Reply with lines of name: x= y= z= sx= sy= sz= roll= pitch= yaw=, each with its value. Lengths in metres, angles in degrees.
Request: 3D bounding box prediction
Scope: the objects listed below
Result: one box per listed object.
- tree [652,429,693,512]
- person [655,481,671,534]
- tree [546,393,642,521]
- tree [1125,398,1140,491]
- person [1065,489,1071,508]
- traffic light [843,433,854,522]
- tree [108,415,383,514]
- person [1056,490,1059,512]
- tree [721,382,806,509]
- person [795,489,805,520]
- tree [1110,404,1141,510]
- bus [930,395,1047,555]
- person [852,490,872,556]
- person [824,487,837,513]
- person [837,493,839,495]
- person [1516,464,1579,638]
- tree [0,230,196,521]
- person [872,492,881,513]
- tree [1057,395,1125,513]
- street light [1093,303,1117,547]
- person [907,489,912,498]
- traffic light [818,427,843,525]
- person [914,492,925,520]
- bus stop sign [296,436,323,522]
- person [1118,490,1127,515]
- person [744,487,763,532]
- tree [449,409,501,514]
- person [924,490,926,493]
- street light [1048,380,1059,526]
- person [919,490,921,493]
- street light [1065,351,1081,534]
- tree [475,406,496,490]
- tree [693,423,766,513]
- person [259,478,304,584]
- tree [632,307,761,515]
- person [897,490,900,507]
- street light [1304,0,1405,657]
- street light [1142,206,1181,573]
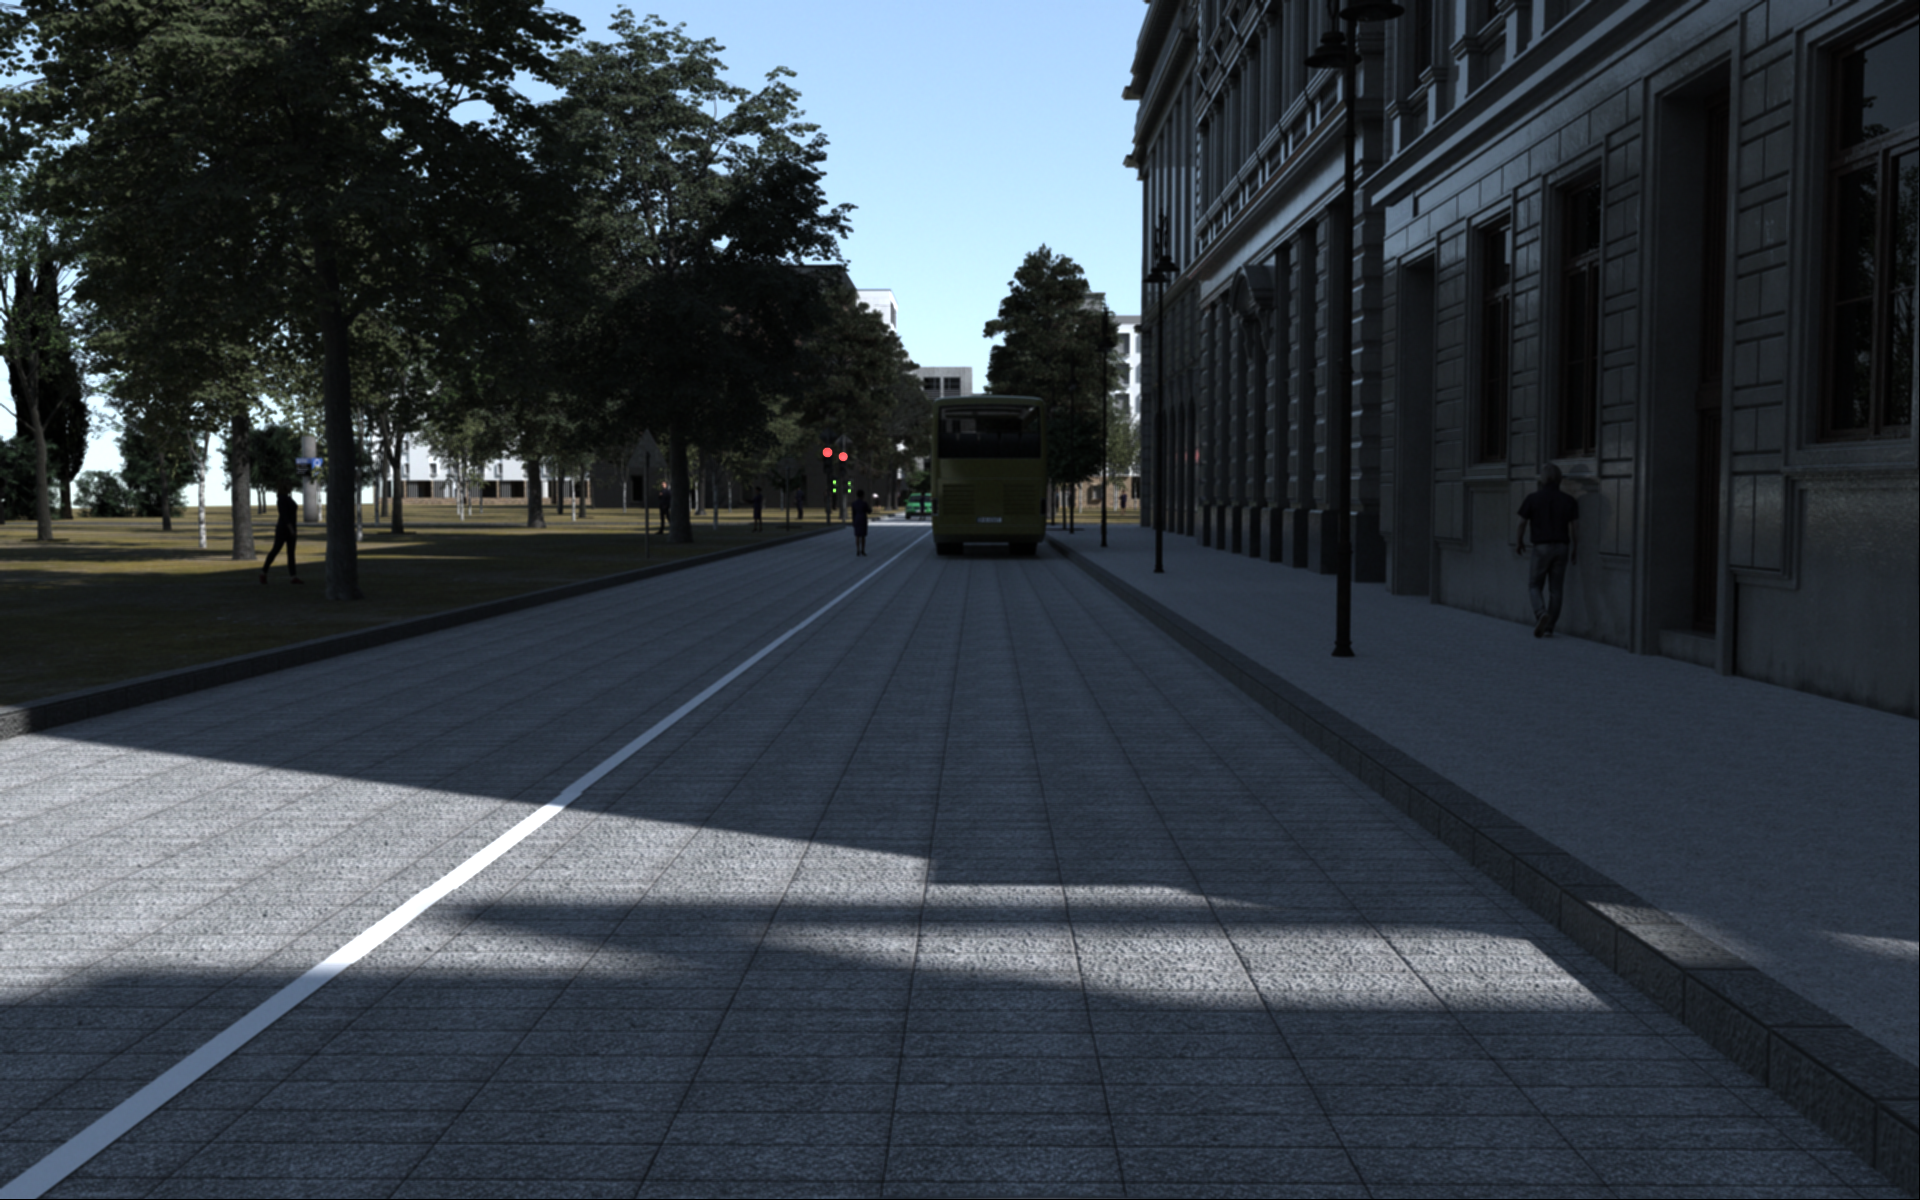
tree: x=-20.024 y=-10.784 z=126.674 sx=4.737 sy=8.622 sz=4.395 roll=0 pitch=3 yaw=0
person: x=-9.492 y=-2.978 z=55.657 sx=0.530 sy=1.710 sz=0.541 roll=-3 pitch=4 yaw=-36
tree: x=-18.335 y=-8.096 z=82.734 sx=4.360 sy=8.622 sz=3.978 roll=0 pitch=3 yaw=0
tree: x=10.143 y=-10.545 z=122.781 sx=4.737 sy=8.622 sz=4.395 roll=0 pitch=3 yaw=0
person: x=9.856 y=-9.151 z=156.464 sx=0.742 sy=1.727 sz=0.445 roll=-2 pitch=4 yaw=-30
traffic light: x=-5.282 y=-5.490 z=79.004 sx=0.839 sy=4.213 sz=0.868 roll=0 pitch=4 yaw=1
tree: x=-49.827 y=-9.297 z=114.905 sx=20.602 sy=7.101 sz=11.467 roll=1 pitch=4 yaw=22
person: x=6.788 y=-6.954 z=121.953 sx=0.429 sy=1.552 sz=0.499 roll=2 pitch=4 yaw=29
tree: x=-16.436 y=-14.074 z=148.241 sx=7.486 sy=12.596 sz=7.792 roll=0 pitch=3 yaw=0
person: x=-8.082 y=-4.881 z=86.560 sx=0.504 sy=1.737 sz=0.576 roll=1 pitch=4 yaw=15
tree: x=14.174 y=-11.589 z=139.848 sx=4.360 sy=8.622 sz=3.978 roll=0 pitch=3 yaw=0
bus: x=0.605 y=-3.182 z=43.569 sx=2.896 sy=3.916 sz=12.252 roll=0 pitch=4 yaw=0
person: x=-2.281 y=-1.793 z=40.181 sx=0.453 sy=1.535 sz=0.546 roll=0 pitch=4 yaw=-1
person: x=-8.669 y=-6.586 z=114.416 sx=0.600 sy=1.739 sz=0.565 roll=2 pitch=4 yaw=28
person: x=-10.048 y=-8.117 z=139.448 sx=0.600 sy=1.739 sz=0.565 roll=-1 pitch=4 yaw=-10
person: x=5.224 y=-0.447 z=15.558 sx=0.569 sy=1.553 sz=0.471 roll=3 pitch=5 yaw=45
tree: x=-48.516 y=-11.475 z=89.435 sx=13.155 sy=14.587 sz=18.604 roll=0 pitch=4 yaw=-4
person: x=-5.747 y=-6.669 z=118.277 sx=0.799 sy=1.438 sz=0.628 roll=1 pitch=4 yaw=15
tree: x=8.017 y=-10.190 z=116.970 sx=4.737 sy=8.622 sz=4.395 roll=0 pitch=3 yaw=0
street light: x=3.516 y=-4.240 z=42.113 sx=0.468 sy=5.910 sz=1.993 roll=0 pitch=4 yaw=1
person: x=-5.188 y=-10.681 z=180.819 sx=0.705 sy=1.807 sz=1.348 roll=-1 pitch=4 yaw=-23
traffic light: x=-5.384 y=-5.002 z=71.019 sx=0.839 sy=4.213 sz=0.868 roll=0 pitch=4 yaw=1
person: x=-2.168 y=-5.126 z=94.685 sx=0.546 sy=1.535 sz=0.453 roll=-2 pitch=4 yaw=-24
bus stop sign: x=-29.530 y=-5.482 z=78.651 sx=0.837 sy=3.901 sz=0.837 roll=1 pitch=4 yaw=16
person: x=9.905 y=-5.940 z=105.530 sx=0.453 sy=1.535 sz=0.546 roll=1 pitch=4 yaw=20
person: x=-6.913 y=-3.055 z=58.359 sx=0.453 sy=1.535 sz=0.546 roll=3 pitch=4 yaw=37
tree: x=-31.845 y=-9.693 z=108.837 sx=4.360 sy=8.622 sz=3.978 roll=0 pitch=3 yaw=0
person: x=-4.407 y=-12.865 z=216.404 sx=0.705 sy=1.822 sz=1.348 roll=1 pitch=4 yaw=21
street light: x=3.797 y=-5.980 z=70.554 sx=0.468 sy=5.910 sz=1.993 roll=0 pitch=4 yaw=1
person: x=-4.668 y=-11.910 z=201.695 sx=0.530 sy=1.710 sz=0.541 roll=0 pitch=4 yaw=-2
street light: x=3.631 y=-5.097 z=56.123 sx=0.468 sy=5.910 sz=1.993 roll=0 pitch=4 yaw=1
tree: x=-24.156 y=-8.125 z=83.210 sx=4.737 sy=8.622 sz=4.395 roll=0 pitch=3 yaw=0
tree: x=-16.077 y=-10.440 z=121.053 sx=4.737 sy=8.622 sz=4.395 roll=0 pitch=3 yaw=0
person: x=-9.701 y=-0.987 z=24.722 sx=0.613 sy=1.512 sz=0.480 roll=-1 pitch=4 yaw=-18
tree: x=-15.650 y=-12.020 z=103.954 sx=7.806 sy=13.903 sz=7.818 roll=0 pitch=3 yaw=0
person: x=-6.211 y=-10.150 z=172.939 sx=0.436 sy=1.711 sz=0.756 roll=0 pitch=4 yaw=-1
street light: x=3.034 y=-2.493 z=13.540 sx=0.468 sy=5.910 sz=1.993 roll=0 pitch=4 yaw=1
street light: x=3.251 y=-3.385 z=28.130 sx=0.468 sy=5.910 sz=1.993 roll=0 pitch=4 yaw=1
